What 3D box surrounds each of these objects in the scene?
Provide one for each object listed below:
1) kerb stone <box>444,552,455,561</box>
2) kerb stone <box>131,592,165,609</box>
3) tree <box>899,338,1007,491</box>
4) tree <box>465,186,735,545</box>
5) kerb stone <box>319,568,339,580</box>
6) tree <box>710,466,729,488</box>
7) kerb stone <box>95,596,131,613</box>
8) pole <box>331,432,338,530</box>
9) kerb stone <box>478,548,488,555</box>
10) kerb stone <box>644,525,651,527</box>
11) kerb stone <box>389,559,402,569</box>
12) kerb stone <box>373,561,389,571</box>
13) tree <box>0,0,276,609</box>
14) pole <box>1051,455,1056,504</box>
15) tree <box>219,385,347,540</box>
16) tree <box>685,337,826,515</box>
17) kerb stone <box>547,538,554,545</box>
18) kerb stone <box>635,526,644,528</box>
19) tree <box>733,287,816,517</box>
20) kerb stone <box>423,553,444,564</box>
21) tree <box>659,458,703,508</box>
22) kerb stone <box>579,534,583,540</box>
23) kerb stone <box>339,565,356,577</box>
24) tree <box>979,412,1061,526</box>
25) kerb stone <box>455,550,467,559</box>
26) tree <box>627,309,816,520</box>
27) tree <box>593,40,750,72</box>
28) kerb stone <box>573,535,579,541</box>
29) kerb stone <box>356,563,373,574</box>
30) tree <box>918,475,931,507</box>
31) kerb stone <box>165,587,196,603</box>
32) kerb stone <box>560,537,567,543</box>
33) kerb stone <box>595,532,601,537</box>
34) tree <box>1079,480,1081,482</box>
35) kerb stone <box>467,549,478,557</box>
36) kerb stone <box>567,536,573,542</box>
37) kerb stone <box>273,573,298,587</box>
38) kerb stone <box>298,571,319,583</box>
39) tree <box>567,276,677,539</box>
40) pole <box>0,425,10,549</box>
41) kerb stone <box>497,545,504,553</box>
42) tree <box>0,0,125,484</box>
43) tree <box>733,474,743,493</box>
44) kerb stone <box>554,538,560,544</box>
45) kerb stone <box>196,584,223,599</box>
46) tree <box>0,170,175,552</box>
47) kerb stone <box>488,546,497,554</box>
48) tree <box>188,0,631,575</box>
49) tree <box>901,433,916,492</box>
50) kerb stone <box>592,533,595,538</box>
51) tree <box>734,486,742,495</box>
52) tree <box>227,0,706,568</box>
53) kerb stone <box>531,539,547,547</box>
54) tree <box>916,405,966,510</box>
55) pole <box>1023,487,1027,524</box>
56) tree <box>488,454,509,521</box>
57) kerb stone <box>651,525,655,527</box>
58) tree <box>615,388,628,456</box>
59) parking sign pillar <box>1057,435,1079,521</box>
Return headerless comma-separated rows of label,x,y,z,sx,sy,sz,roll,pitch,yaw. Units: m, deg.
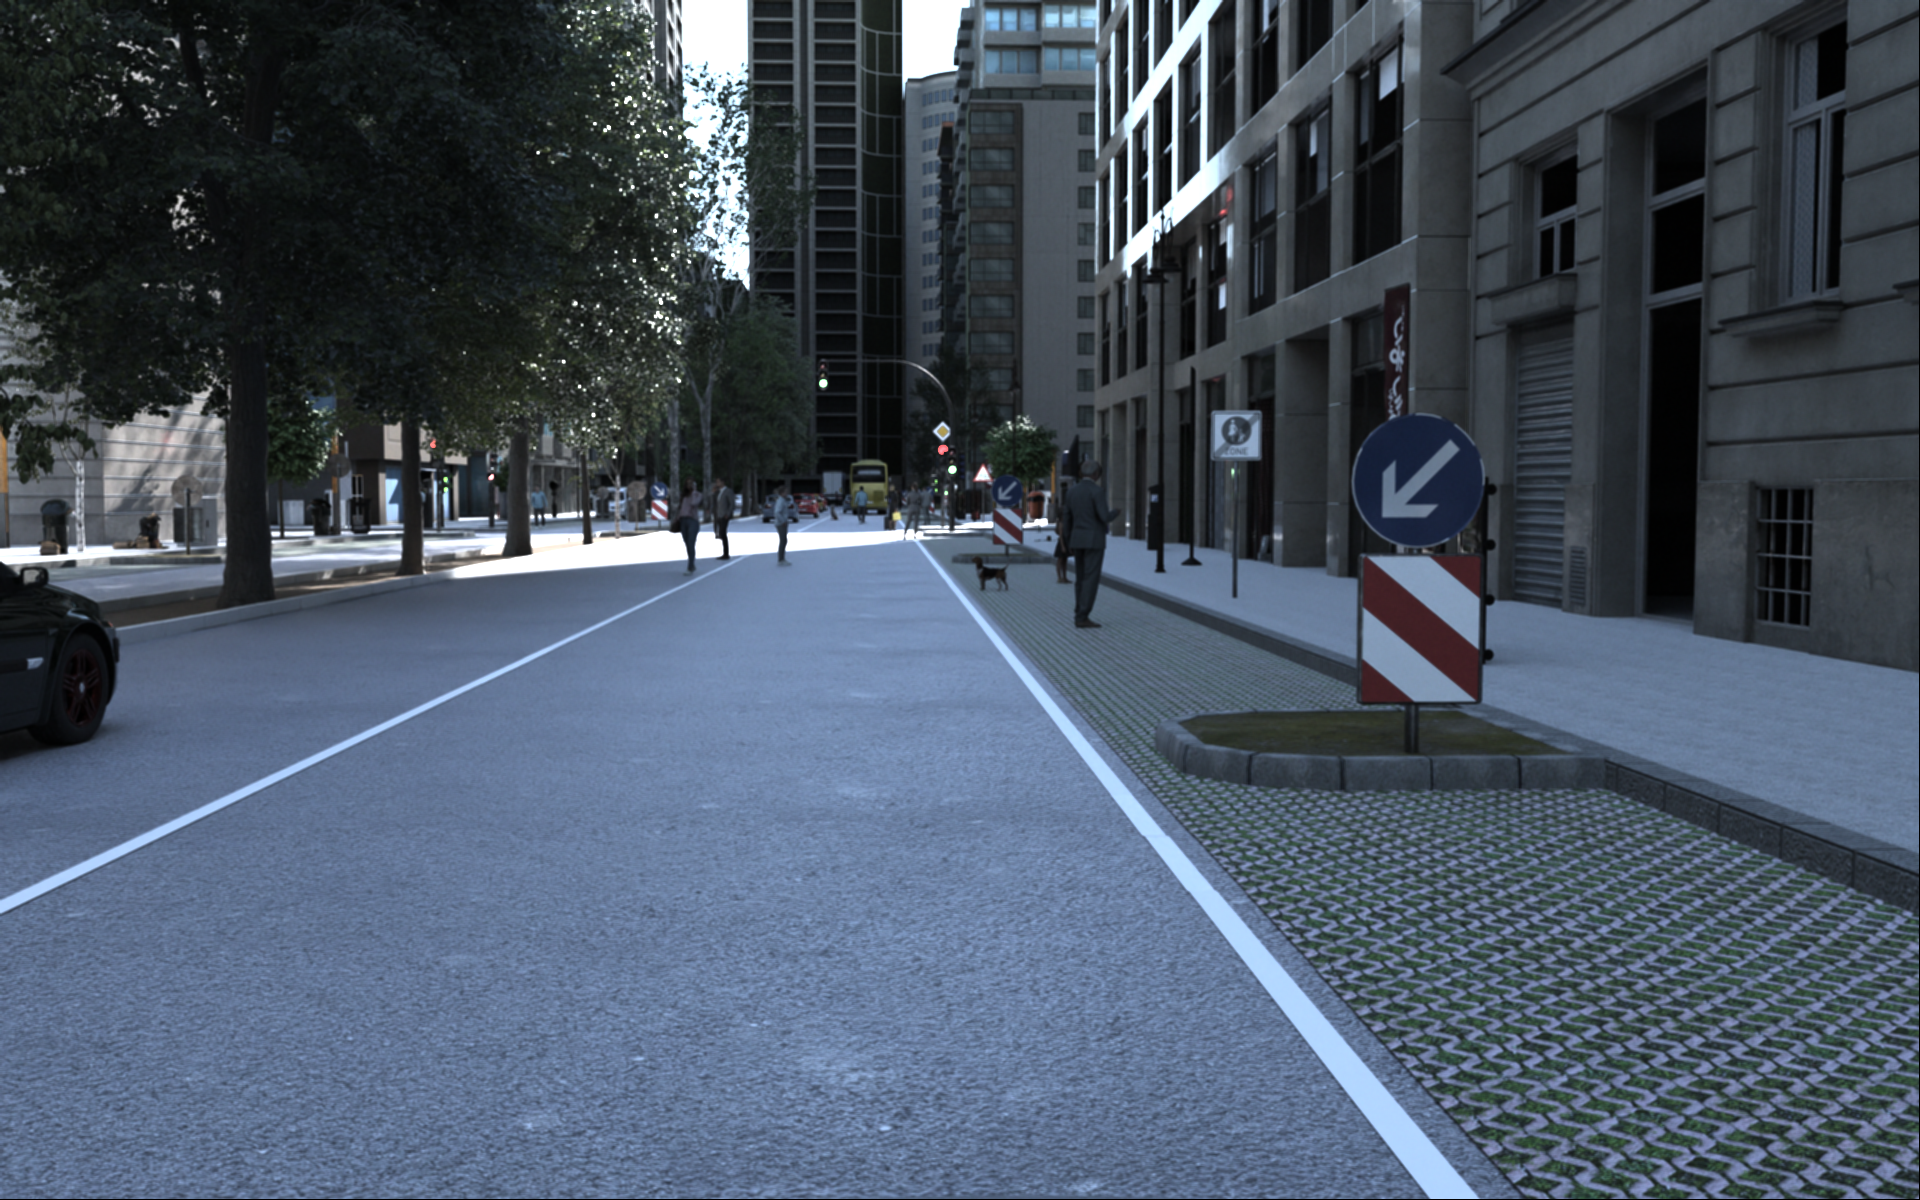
kerb stone,-11.100,-0.923,37.283,0.120,0.150,1.000,0,4,-3
kerb stone,-10.364,0.018,21.927,0.120,0.150,1.000,0,4,-3
tree,-0.213,-10.396,104.381,7.601,10.594,8.767,0,4,-2
tree,-10.465,-6.845,48.784,8.767,10.594,7.601,0,4,-3
kerb stone,-10.699,-0.422,29.101,0.120,0.150,1.000,0,4,-3
tree,-24.689,-10.983,163.289,4.285,4.588,4.351,0,3,0
kerb stone,-10.319,0.079,20.902,0.120,0.150,1.000,0,4,-3
pole,-19.935,-3.758,55.283,0.158,3.312,0.155,0,3,0
kerb stone,-11.232,-1.102,40.358,0.120,0.150,1.000,0,4,-3
kerb stone,-12.618,-2.897,69.554,0.120,0.150,1.000,0,4,-3
kerb stone,-10.908,-0.673,33.192,0.120,0.150,1.000,0,4,-3
kerb stone,-10.856,-0.610,32.169,0.120,0.150,1.000,0,4,-3
tree,-8.945,-6.866,21.369,9.857,13.997,8.962,0,3,0
pole,4.055,-4.975,75.185,0.158,3.312,0.155,0,3,0
tree,-19.267,-4.013,49.332,4.285,4.588,4.351,0,3,0
tree,-13.904,-12.069,116.798,9.611,12.733,9.660,0,3,0
kerb stone,-11.625,-1.613,48.573,0.120,0.150,1.000,0,4,-3
kerb stone,-12.525,-2.771,67.499,0.120,0.150,1.000,0,4,-3
tree,-13.266,-12.085,106.709,9.857,13.997,8.962,0,3,0
kerb stone,-11.039,-0.860,36.262,0.120,0.150,1.000,0,4,-3
tree,-23.963,-9.976,146.828,4.285,4.588,4.351,0,3,0
kerb stone,-11.864,-1.927,53.701,0.120,0.150,1.000,0,4,-3
kerb stone,-10.761,-0.485,30.125,0.120,0.150,1.000,0,4,-3
tree,2.397,-5.225,69.145,4.285,4.588,4.351,0,3,0
kerb stone,-11.134,-0.985,38.308,0.120,0.150,1.000,0,4,-3
tree,-12.676,-10.259,95.954,9.928,11.665,9.643,0,3,0
tree,-12.936,-13.018,71.189,12.611,20.169,13.585,0,3,0
kerb stone,-11.817,-1.864,52.671,0.120,0.150,1.000,0,4,-3
kerb stone,-10.815,-0.547,31.145,0.120,0.150,1.000,0,4,-3
tree,-3.526,-11.153,176.959,1.663,3.219,1.824,0,3,0
kerb stone,-10.416,-0.046,22.953,0.120,0.150,1.000,0,4,-3
kerb stone,-11.728,-1.736,50.629,0.120,0.150,1.000,0,4,-3
kerb stone,-12.071,-2.177,57.783,0.120,0.150,1.000,0,4,-3
tree,7.737,-7.647,119.629,1.663,3.219,1.824,0,3,0
kerb stone,-11.188,-1.048,39.330,0.120,0.150,1.000,0,4,-3
kerb stone,-11.780,-1.801,51.649,0.120,0.150,1.000,0,4,-3
kerb stone,-10.613,-0.296,27.042,0.120,0.150,1.000,0,4,-3
kerb stone,-10.660,-0.359,28.069,0.120,0.150,1.000,0,4,-3
tree,-10.887,-6.243,54.900,4.360,8.622,3.978,0,3,0
pole,-22.439,-2.860,40.598,0.158,3.312,0.155,0,3,0
kerb stone,-11.331,-1.236,42.401,0.120,0.150,1.000,0,4,-3
tree,-8.780,-3.751,14.148,4.737,8.622,4.395,0,3,0
tree,-27.416,-13.792,209.217,4.285,4.588,4.351,0,3,0
kerb stone,-11.672,-1.676,49.601,0.120,0.150,1.000,0,4,-3
kerb stone,-10.458,-0.109,23.974,0.120,0.150,1.000,0,4,-3
tree,-19.507,-5.380,38.333,4.360,8.622,3.978,0,3,0
kerb stone,-11.286,-1.171,41.379,0.120,0.150,1.000,0,4,-3
tree,-9.780,-6.728,30.585,7.486,12.596,7.792,0,3,0
tree,-4.278,-14.384,185.545,4.360,8.622,3.978,0,3,0
kerb stone,-11.968,-2.049,55.742,0.120,0.150,1.000,0,4,-3
tree,-27.406,-13.344,212.774,1.663,3.219,1.824,0,3,0
tree,-10.236,-7.987,39.703,9.857,13.997,8.962,0,3,0
kerb stone,-11.576,-1.548,47.540,0.120,0.150,1.000,0,4,-3
tree,-0.849,-11.459,137.712,4.360,8.622,3.978,0,3,0
pole,2.742,-4.886,73.731,0.158,3.312,0.155,0,3,0
tree,-21.819,-5.442,83.578,1.663,3.219,1.824,0,3,0
kerb stone,-12.669,-2.959,70.575,0.120,0.150,1.000,0,4,-3
tree,-23.525,-12.834,135.586,9.928,11.665,9.643,0,3,0
parking sign pillar,4.964,-5.472,77.937,1.447,3.967,1.447,1,4,20
